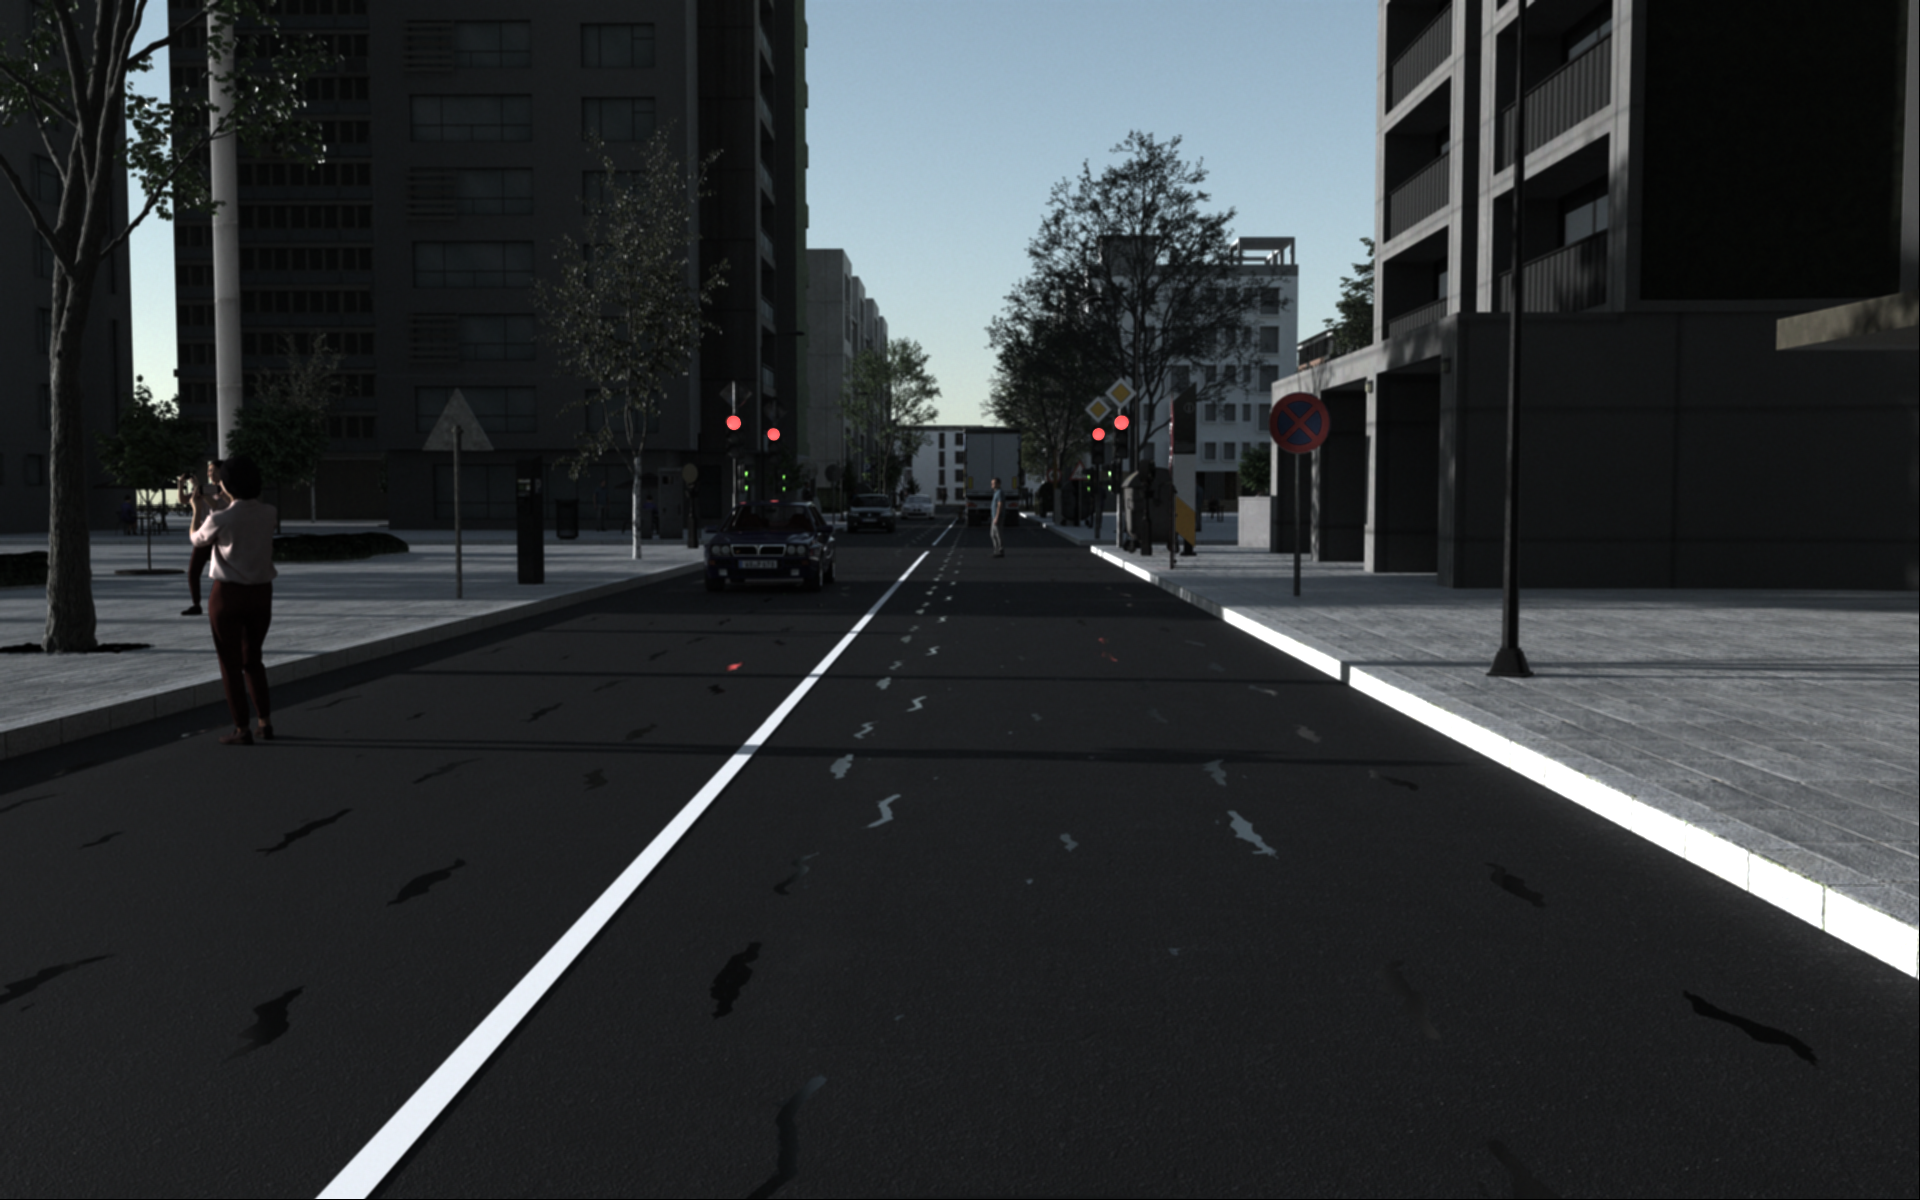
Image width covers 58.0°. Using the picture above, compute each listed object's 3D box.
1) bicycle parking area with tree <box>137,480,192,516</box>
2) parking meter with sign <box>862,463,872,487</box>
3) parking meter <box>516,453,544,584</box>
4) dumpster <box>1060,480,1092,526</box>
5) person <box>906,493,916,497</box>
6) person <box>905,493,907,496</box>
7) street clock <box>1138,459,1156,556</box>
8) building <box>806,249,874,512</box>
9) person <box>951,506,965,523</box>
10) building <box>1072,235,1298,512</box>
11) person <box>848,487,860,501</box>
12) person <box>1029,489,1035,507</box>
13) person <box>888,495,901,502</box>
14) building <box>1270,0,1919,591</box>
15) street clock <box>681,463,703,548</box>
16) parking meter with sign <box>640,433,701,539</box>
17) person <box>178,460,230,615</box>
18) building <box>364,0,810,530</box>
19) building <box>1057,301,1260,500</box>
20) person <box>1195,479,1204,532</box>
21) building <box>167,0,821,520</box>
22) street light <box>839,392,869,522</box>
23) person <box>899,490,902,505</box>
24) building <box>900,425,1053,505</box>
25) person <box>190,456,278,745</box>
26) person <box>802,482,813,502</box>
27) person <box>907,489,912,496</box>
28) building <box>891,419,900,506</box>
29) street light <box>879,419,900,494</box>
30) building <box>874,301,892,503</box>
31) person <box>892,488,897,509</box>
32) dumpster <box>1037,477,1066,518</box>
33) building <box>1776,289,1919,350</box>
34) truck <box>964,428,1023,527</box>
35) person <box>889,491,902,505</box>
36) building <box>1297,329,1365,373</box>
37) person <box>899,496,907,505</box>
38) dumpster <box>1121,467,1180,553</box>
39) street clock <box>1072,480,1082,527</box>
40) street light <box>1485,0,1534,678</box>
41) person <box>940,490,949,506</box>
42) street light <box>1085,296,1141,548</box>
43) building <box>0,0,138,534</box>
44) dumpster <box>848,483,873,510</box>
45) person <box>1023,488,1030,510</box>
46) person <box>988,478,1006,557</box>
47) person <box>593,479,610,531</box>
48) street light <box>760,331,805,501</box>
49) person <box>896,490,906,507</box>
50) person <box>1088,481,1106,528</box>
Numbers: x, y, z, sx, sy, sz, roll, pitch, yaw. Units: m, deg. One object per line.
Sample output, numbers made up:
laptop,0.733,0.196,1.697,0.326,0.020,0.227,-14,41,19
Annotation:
bicycle parking area with tree,-46.673,-7.276,105.968,9.016,4.147,8.231,0,4,-1
parking meter with sign,-5.180,-6.095,95.915,0.543,3.016,1.738,0,4,-1
parking meter,-6.130,-1.161,24.688,0.255,1.863,0.399,1,4,12
dumpster,4.670,-3.903,69.577,1.264,1.857,1.865,0,4,1
person,-5.103,-10.842,183.441,1.348,1.807,0.705,1,4,23
person,-6.086,-11.815,199.929,1.217,1.736,0.721,0,4,-7
street clock,3.885,-1.925,36.039,0.358,2.002,0.471,2,4,25
building,-16.606,-16.789,140.952,16.747,18.905,31.486,0,4,1
person,-0.079,-4.231,85.600,0.695,0.859,0.347,-2,4,-33
building,16.708,-16.864,132.144,16.016,20.091,11.380,0,4,1
person,-5.063,-4.573,82.680,0.647,1.594,0.662,0,4,8
person,7.121,-10.148,172.050,0.705,1.814,1.350,-1,4,-18
person,-6.317,-9.760,166.405,1.217,1.735,0.721,0,4,-4
building,16.939,-35.932,25.742,20.563,71.187,20.611,0,4,1
street clock,-6.311,-2.221,40.881,0.471,2.002,0.358,2,4,26
parking meter with sign,-8.261,-3.248,49.368,1.738,3.016,0.543,-1,4,-10
person,-7.981,-0.664,18.354,0.566,1.644,0.517,-3,4,-38
building,-13.549,-23.423,66.560,14.154,41.232,14.086,0,4,1
building,17.288,-17.587,154.012,16.747,18.905,31.486,0,4,1
person,8.110,-3.253,59.355,0.598,1.807,0.434,-3,5,-39
building,-24.319,-24.576,93.704,32.217,40.220,23.993,0,4,1
street light,-4.854,-6.513,79.024,1.470,5.913,1.316,0,4,1
person,-6.786,-11.682,197.959,0.530,1.710,0.541,0,4,3
building,2.796,-16.776,216.435,28.070,9.664,9.099,0,4,1
person,-4.183,-0.001,9.977,0.517,1.644,0.566,-1,4,-10
person,-5.407,-3.339,61.454,0.431,1.722,0.655,0,4,-1
person,-4.765,-9.543,162.736,0.551,1.740,0.621,-3,4,-36
building,-21.278,-15.399,193.915,28.070,9.664,9.099,0,4,1
street light,-4.442,-8.272,107.781,1.470,5.913,1.316,0,4,1
building,-16.006,-18.719,172.508,16.747,18.905,31.486,0,4,1
person,-5.515,-8.528,145.475,0.705,1.824,1.348,-1,4,-10
dumpster,4.941,-5.553,93.290,1.502,2.255,1.985,0,4,1
building,18.608,-21.210,1.406,22.147,44.769,28.867,0,4,1
truck,1.509,-5.534,79.397,2.839,4.237,11.283,0,4,1
person,-5.996,-9.360,159.066,1.348,1.826,0.705,1,4,21
building,61.949,-23.259,224.253,32.646,21.610,27.936,0,4,1
person,-6.422,-11.399,195.682,1.065,1.426,0.557,-1,4,-11
dumpster,4.254,-1.987,38.242,1.264,1.857,1.865,0,4,1
street clock,4.609,-3.894,68.231,0.358,2.002,0.471,-1,4,-20
street light,3.349,-2.419,12.094,1.470,5.913,1.316,0,4,1
person,-1.857,-11.814,201.296,1.348,1.869,0.705,1,4,17
street light,3.646,-4.178,40.852,1.470,5.913,1.316,0,4,1
building,-37.339,-22.782,56.076,14.086,41.232,14.154,0,4,1
dumpster,-5.252,-5.242,91.473,1.264,1.857,1.865,0,4,1
person,5.405,-8.187,139.991,0.705,1.814,1.350,-1,4,-16
person,0.826,-1.877,39.320,0.434,1.807,0.598,0,4,8
person,-12.360,-3.279,59.778,0.598,1.807,0.434,-2,4,-30
street light,-5.117,-4.708,49.512,1.470,5.913,1.316,0,4,1
person,-5.892,-10.284,174.910,1.217,1.735,0.721,-1,4,-15
person,5.144,-3.581,65.047,0.683,1.767,0.568,0,4,-5
